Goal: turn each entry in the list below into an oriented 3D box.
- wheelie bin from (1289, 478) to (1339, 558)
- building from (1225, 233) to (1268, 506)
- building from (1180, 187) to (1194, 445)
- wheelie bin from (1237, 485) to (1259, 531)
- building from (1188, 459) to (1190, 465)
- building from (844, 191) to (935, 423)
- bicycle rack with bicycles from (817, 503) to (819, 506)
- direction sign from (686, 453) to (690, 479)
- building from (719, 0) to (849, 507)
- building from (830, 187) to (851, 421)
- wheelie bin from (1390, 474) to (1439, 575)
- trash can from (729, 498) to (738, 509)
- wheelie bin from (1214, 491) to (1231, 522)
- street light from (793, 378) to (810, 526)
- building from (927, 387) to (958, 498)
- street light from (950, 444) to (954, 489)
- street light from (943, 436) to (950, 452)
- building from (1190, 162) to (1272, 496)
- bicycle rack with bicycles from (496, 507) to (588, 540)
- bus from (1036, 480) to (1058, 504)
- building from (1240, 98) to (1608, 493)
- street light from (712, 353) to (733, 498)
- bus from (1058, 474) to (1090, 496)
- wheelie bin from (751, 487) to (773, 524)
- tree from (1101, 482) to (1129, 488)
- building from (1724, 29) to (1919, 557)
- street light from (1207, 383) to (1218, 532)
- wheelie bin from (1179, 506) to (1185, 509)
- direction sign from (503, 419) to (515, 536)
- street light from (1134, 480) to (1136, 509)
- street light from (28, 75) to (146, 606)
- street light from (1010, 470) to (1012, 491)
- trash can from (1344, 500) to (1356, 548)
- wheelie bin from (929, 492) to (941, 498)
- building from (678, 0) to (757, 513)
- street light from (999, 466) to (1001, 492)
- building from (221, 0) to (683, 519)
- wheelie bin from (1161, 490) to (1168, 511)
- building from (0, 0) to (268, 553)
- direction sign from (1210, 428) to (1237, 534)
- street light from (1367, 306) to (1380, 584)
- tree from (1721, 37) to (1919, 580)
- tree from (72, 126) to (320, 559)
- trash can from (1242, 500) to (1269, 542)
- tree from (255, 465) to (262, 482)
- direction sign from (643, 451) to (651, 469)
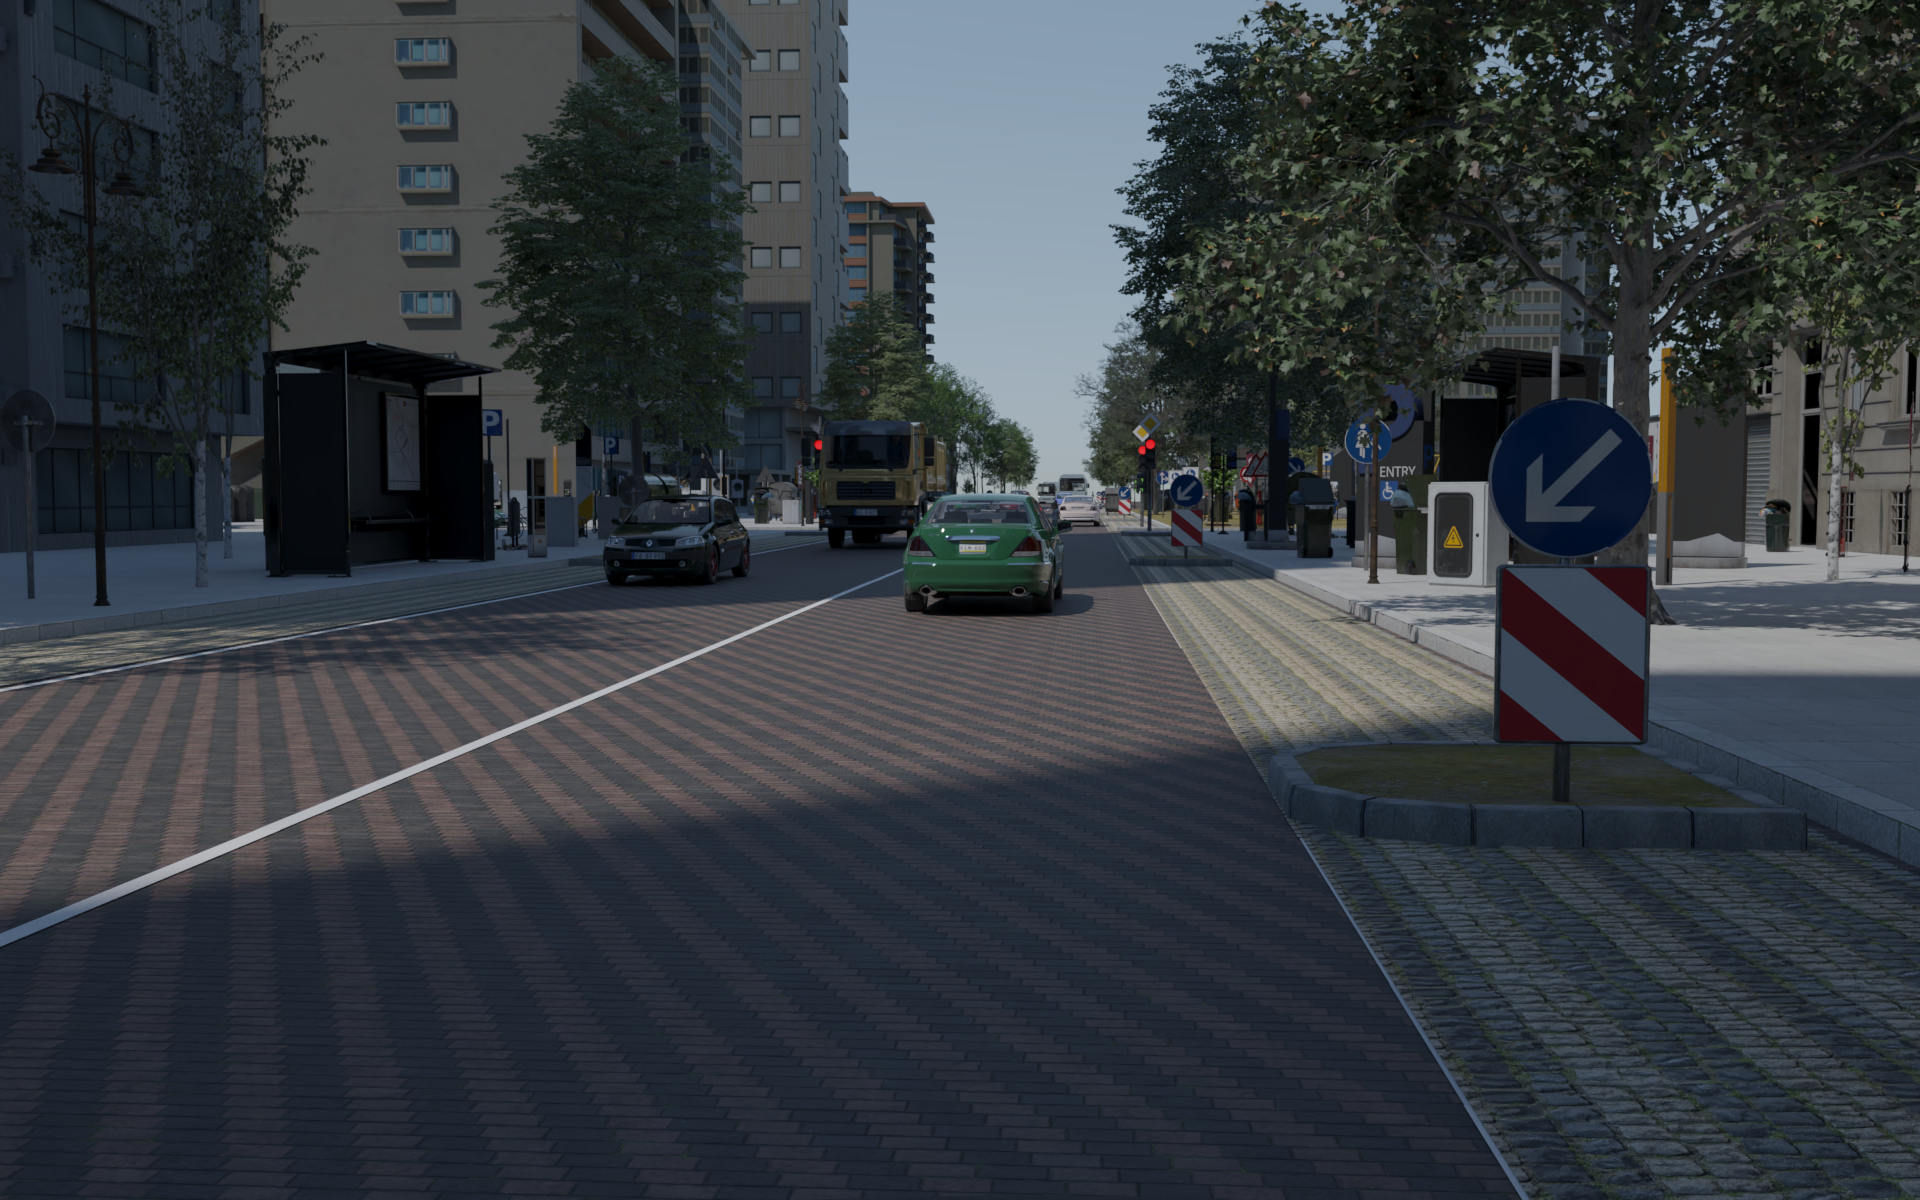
[{"bbox_3d":[7.078,-1.644,34.790,0.980,1.594,0.693,0,4,-7],"label":"wheelie bin"},{"bbox_3d":[37.341,-26.120,198.757,14.160,30.474,14.107,0,4,4],"label":"building"},{"bbox_3d":[50.896,-42.565,285.169,28.713,52.752,27.495,0,4,4],"label":"building"},{"bbox_3d":[9.931,-3.174,59.796,0.693,1.594,0.980,1,4,15],"label":"wheelie bin"},{"bbox_3d":[42.430,-37.596,264.801,14.600,45.320,14.200,0,4,4],"label":"building"},{"bbox_3d":[-15.274,-36.601,253.056,22.147,44.769,28.867,0,4,4],"label":"building"},{"bbox_3d":[-9.161,-6.819,124.866,2.925,0.926,2.852,0,4,0],"label":"bicycle rack with bicycles"},{"bbox_3d":[-15.180,-6.403,96.679,0.379,3.537,0.876,-2,4,-24],"label":"direction sign"},{"bbox_3d":[-24.897,-34.796,158.155,28.713,52.752,27.495,0,4,4],"label":"building"},{"bbox_3d":[-25.415,-30.209,185.800,32.217,40.220,23.993,0,4,4],"label":"building"},{"bbox_3d":[7.296,-1.206,27.634,0.980,1.594,0.693,-2,4,-24],"label":"wheelie bin"},{"bbox_3d":[-7.702,-2.781,57.117,0.748,1.137,0.748,0,3,0],"label":"trash can"},{"bbox_3d":[11.930,-4.344,78.939,0.980,1.594,0.693,-2,4,-25],"label":"wheelie bin"},{"bbox_3d":[-6.282,-5.889,69.072,0.468,5.910,1.993,0,4,4],"label":"street light"},{"bbox_3d":[-15.134,-26.766,282.660,27.650,21.520,28.899,0,4,4],"label":"building"},{"bbox_3d":[-0.684,-10.547,145.224,0.468,5.910,1.993,0,4,4],"label":"street light"},{"bbox_3d":[-1.308,-10.096,137.853,0.468,5.910,1.993,0,4,4],"label":"street light"},{"bbox_3d":[44.219,-38.101,246.660,21.300,48.544,21.600,0,4,4],"label":"building"},{"bbox_3d":[-11.648,-2.187,49.134,2.852,0.926,2.925,2,4,26],"label":"bicycle rack with bicycles"},{"bbox_3d":[13.018,-15.867,254.281,2.948,3.499,13.247,0,4,6],"label":"bus"},{"bbox_3d":[43.318,-28.830,163.258,32.217,40.220,23.993,0,4,4],"label":"building"},{"bbox_3d":[-7.345,-4.958,53.846,0.468,5.910,1.993,0,4,4],"label":"street light"},{"bbox_3d":[10.752,-10.354,164.152,2.948,3.499,13.247,0,4,5],"label":"bus"},{"bbox_3d":[-8.516,-4.074,74.523,0.980,1.594,0.693,0,4,-1],"label":"wheelie bin"},{"bbox_3d":[26.453,-22.739,289.905,7.486,12.596,7.792,0,3,0],"label":"tree"},{"bbox_3d":[26.482,-12.090,30.963,16.112,22.955,30.059,0,4,4],"label":"building"},{"bbox_3d":[8.534,-5.238,58.436,0.468,5.910,1.993,0,4,4],"label":"street light"},{"bbox_3d":[14.968,-6.596,115.759,0.980,1.594,0.693,3,4,36],"label":"wheelie bin"},{"bbox_3d":[-13.723,-3.708,52.616,0.379,3.537,0.876,-1,4,-18],"label":"direction sign"},{"bbox_3d":[15.184,-10.862,150.388,0.468,5.910,1.993,0,4,4],"label":"street light"},{"bbox_3d":[-9.847,-2.869,19.698,0.468,5.910,1.993,0,4,4],"label":"street light"},{"bbox_3d":[7.798,-17.746,262.926,0.468,5.910,1.993,0,4,4],"label":"street light"},{"bbox_3d":[9.488,-1.804,41.142,0.748,1.137,0.748,0,3,0],"label":"trash can"},{"bbox_3d":[-1.881,-7.507,130.643,0.980,1.594,0.693,-2,4,-29],"label":"wheelie bin"},{"bbox_3d":[-28.943,-26.489,124.983,32.217,40.220,23.993,0,4,4],"label":"building"},{"bbox_3d":[5.314,-15.621,228.198,0.468,5.910,1.993,0,4,4],"label":"street light"},{"bbox_3d":[-28.169,-28.755,93.853,21.300,48.544,21.600,0,4,4],"label":"building"},{"bbox_3d":[15.078,-7.473,130.091,0.980,1.594,0.693,-1,4,-17],"label":"wheelie bin"},{"bbox_3d":[-26.305,-16.635,43.681,14.107,30.474,14.160,0,4,4],"label":"building"},{"bbox_3d":[8.376,-3.857,55.053,0.876,3.537,0.379,-1,4,-11],"label":"direction sign"},{"bbox_3d":[5.917,-3.169,24.609,0.468,5.910,1.993,0,4,4],"label":"street light"},{"bbox_3d":[13.255,-4.598,25.542,4.737,8.622,4.395,0,3,0],"label":"tree"},{"bbox_3d":[-14.761,-5.125,34.153,4.737,8.622,4.395,0,3,0],"label":"tree"},{"bbox_3d":[7.561,-1.993,44.235,0.748,1.137,0.748,0,3,0],"label":"trash can"},{"bbox_3d":[-21.129,-3.648,54.245,1.663,3.219,1.824,0,3,0],"label":"tree"},{"bbox_3d":[-16.655,-6.120,92.054,0.379,3.537,0.876,-3,5,-39],"label":"direction sign"}]
